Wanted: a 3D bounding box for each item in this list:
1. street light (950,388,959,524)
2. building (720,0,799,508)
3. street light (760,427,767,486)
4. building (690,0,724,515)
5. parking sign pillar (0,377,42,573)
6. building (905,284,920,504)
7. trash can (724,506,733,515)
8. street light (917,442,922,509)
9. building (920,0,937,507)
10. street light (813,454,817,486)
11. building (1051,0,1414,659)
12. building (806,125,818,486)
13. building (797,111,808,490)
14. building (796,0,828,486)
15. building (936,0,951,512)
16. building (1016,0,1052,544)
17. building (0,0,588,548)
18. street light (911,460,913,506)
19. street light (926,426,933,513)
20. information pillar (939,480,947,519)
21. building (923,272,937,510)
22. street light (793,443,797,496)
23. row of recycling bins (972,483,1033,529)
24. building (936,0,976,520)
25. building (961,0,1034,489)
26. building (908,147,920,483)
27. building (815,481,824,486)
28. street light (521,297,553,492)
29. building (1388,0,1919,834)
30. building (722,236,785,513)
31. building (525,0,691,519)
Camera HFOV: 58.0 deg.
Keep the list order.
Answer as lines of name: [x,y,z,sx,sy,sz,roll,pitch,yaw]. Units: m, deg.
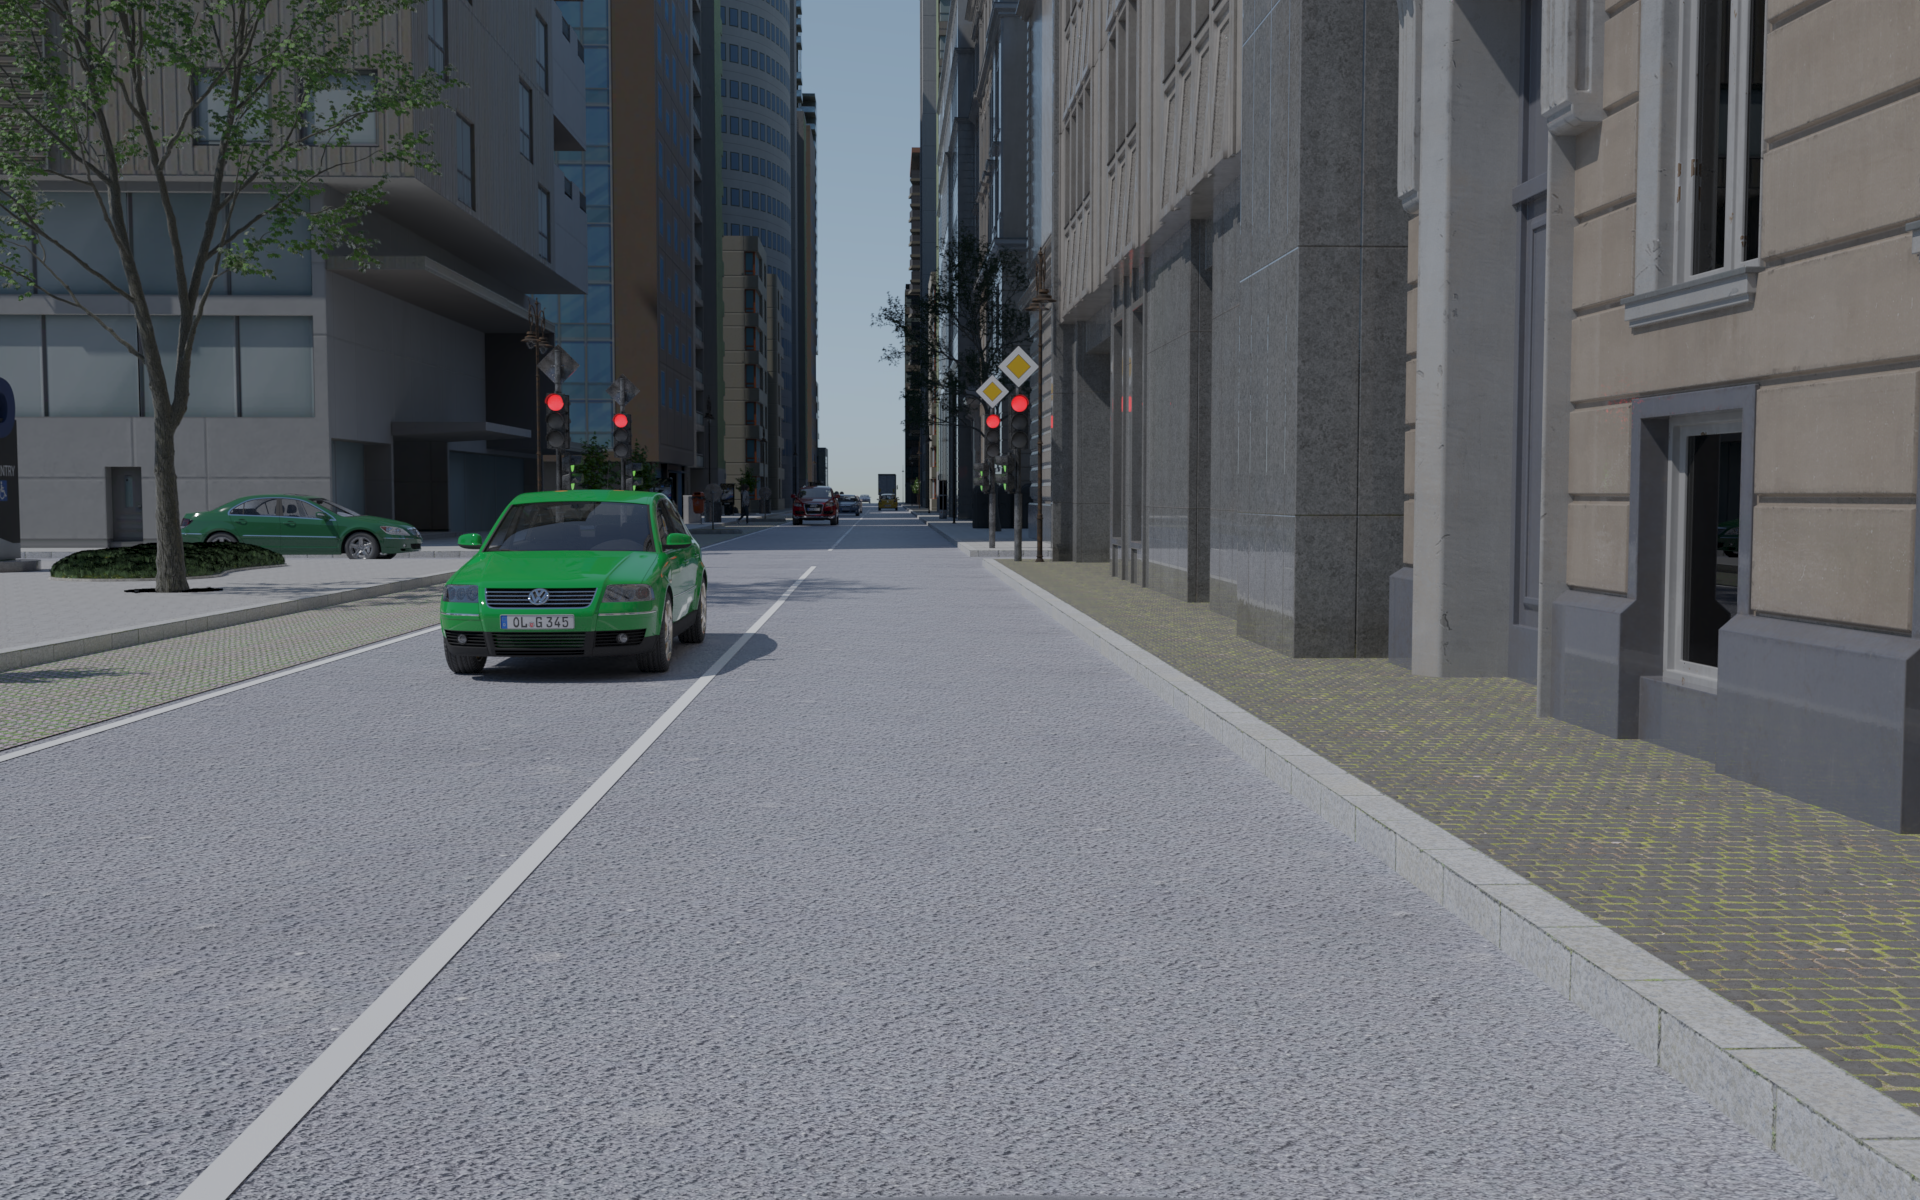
street light: [-0.256,-6.273,75.351,0.468,5.910,1.993,0,4,-2]
building: [-26.030,-37.647,157.529,21.231,58.520,28.212,0,4,-2]
street light: [-13.253,-8.829,117.139,0.468,5.910,1.993,0,4,-2]
building: [-21.780,-25.661,103.146,14.154,41.232,14.086,0,4,-2]
parking sign pillar: [-16.066,-2.456,28.634,1.447,3.967,1.447,0,4,-7]
building: [-0.597,-28.522,238.036,14.160,30.474,14.107,0,4,-2]
trash can: [-14.349,-5.866,107.569,0.748,1.137,0.748,0,3,0]
street light: [-3.574,-10.964,152.054,0.468,5.910,1.993,0,4,-2]
building: [6.396,-38.870,177.522,21.231,58.520,28.212,0,4,-2]
street light: [-16.791,-13.910,200.209,0.468,5.910,1.993,0,4,-2]
building: [8.170,-12.532,22.913,12.078,24.808,19.932,0,4,-2]
building: [-24.283,-33.965,205.432,14.600,45.320,14.200,0,4,-2]
building: [-23.178,-30.319,179.309,14.154,41.232,14.086,0,4,-2]
building: [-30.322,-57.398,251.132,22.319,86.520,31.000,0,4,-2]
building: [5.248,-27.106,126.773,14.154,41.232,14.086,0,4,-2]
building: [11.446,-13.276,45.944,19.941,23.489,11.050,0,4,-2]
building: [-26.660,-28.281,51.642,28.713,52.752,27.495,0,4,-2]
street light: [-5.323,-13.415,192.119,0.468,5.910,1.993,0,4,-2]
street light: [-2.059,-8.726,115.453,0.468,5.910,1.993,0,4,-2]
information pillar: [-0.883,-5.236,90.100,0.304,2.012,0.304,3,5,41]
building: [10.953,-18.643,149.859,27.650,21.520,28.899,0,4,-2]
street light: [-14.930,-11.280,157.208,0.468,5.910,1.993,0,4,-2]
row of recycling bins: [2.186,-3.510,64.497,3.534,1.692,1.069,1,4,10]
building: [4.622,-19.751,100.424,11.434,29.767,29.804,0,4,-2]
building: [7.297,-17.702,75.338,13.634,28.700,20.117,0,4,-2]
building: [4.740,-34.332,215.952,22.147,44.769,28.867,0,4,-2]
building: [-34.076,-32.560,224.244,32.217,40.220,23.993,0,4,-2]
street light: [-9.947,-4.164,40.877,0.468,5.910,1.993,0,4,-2]
building: [9.886,-13.269,2.861,13.634,28.700,20.117,0,4,-2]
building: [-27.943,-17.432,130.047,27.650,21.520,28.899,0,4,-2]
building: [-20.315,-26.352,80.963,14.600,45.320,14.200,0,4,-2]
